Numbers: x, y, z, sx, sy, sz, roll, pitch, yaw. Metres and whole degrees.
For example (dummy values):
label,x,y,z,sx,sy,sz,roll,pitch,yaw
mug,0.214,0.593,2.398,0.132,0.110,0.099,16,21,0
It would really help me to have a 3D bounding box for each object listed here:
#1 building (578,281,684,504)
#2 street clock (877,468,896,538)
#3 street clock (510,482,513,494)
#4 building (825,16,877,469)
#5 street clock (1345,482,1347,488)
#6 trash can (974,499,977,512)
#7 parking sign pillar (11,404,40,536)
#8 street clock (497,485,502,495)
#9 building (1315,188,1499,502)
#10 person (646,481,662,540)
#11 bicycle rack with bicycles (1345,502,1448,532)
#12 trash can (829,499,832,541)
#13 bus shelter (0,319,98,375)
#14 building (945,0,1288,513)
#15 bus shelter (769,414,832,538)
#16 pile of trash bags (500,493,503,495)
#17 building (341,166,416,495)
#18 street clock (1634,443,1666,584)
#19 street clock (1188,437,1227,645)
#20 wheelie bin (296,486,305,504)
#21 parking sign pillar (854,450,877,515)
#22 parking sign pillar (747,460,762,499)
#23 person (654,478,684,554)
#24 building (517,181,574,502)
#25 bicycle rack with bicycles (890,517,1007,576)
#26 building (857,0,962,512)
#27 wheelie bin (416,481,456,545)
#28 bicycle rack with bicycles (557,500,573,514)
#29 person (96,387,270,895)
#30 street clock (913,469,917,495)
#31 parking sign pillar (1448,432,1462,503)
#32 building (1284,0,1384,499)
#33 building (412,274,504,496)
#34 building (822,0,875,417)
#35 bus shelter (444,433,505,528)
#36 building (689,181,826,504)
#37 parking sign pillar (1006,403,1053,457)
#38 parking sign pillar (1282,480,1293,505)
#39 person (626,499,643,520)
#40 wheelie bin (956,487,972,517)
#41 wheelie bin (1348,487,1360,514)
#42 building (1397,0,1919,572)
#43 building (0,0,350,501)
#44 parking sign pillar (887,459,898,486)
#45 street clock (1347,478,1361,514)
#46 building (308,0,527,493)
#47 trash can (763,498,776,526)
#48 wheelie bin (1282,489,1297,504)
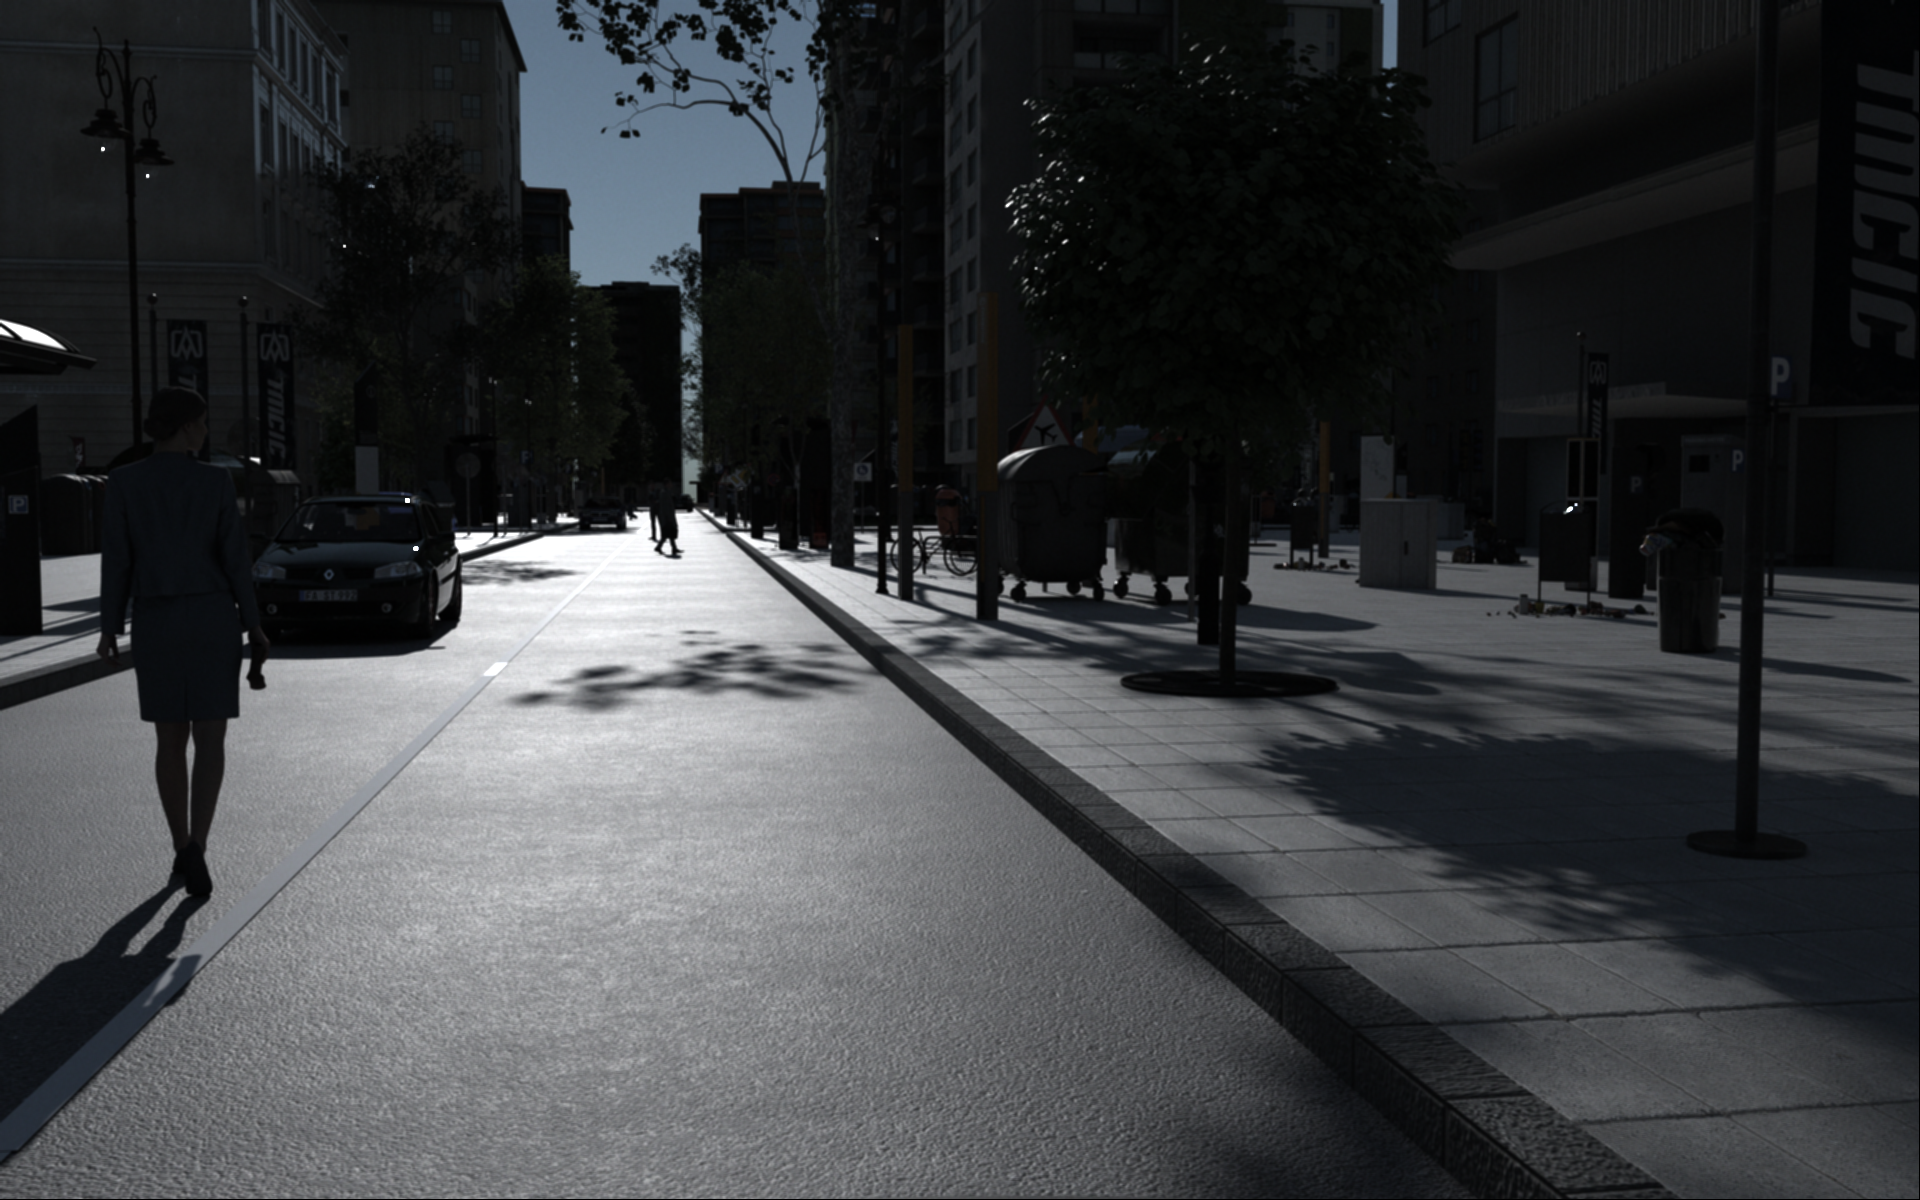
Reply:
label,x,y,z,sx,sy,sz,roll,pitch,yaw
building,-45.366,-28.565,238.742,14.107,30.474,14.160,-1,4,-9
street clock,-2.006,-2.619,47.395,0.471,2.002,0.358,2,4,32
street clock,-23.322,-5.280,90.896,0.358,2.002,0.471,3,5,44
building,-4.258,-28.727,153.275,14.154,41.232,14.086,-1,4,-9
street clock,20.166,-5.193,89.471,0.358,2.002,0.471,-3,5,-44
trash can,0.795,-2.653,55.026,0.748,1.137,0.748,0,3,0
parking sign pillar,-28.301,-3.881,51.919,1.447,3.967,1.447,-1,4,-16
street clock,-35.663,-7.907,133.842,0.471,2.002,0.358,-1,4,-10
building,38.669,-15.372,96.378,28.899,21.520,27.650,-1,4,-9
person,-9.550,-2.823,54.455,0.655,1.846,0.447,1,4,9
bicycle rack with bicycles,14.270,-2.668,57.006,2.852,0.926,2.925,0,4,-8
trash can,-3.716,-2.197,47.582,0.748,1.137,0.748,0,3,0
bus shelter,-10.777,-1.456,17.727,2.014,3.302,5.546,-1,4,-9
building,7.081,-24.554,85.058,14.086,41.232,14.154,-1,4,-9
bus shelter,-4.885,-3.815,53.656,1.731,3.624,6.357,-1,4,-9
pile of trash bags,-33.060,-7.204,127.538,1.912,1.369,3.447,-3,5,-40
building,-41.916,-17.672,108.018,14.460,24.649,34.723,-1,4,-9
street clock,9.805,-1.233,24.734,0.358,2.002,0.471,-1,4,-22
street clock,2.128,-0.623,14.764,0.471,2.002,0.358,1,4,9
wheelie bin,-25.046,-3.500,65.136,0.980,1.594,0.693,3,5,43
parking sign pillar,-5.772,-7.122,104.912,1.447,3.967,1.447,-3,5,-40
parking sign pillar,-12.214,-7.070,104.073,1.447,3.967,1.447,3,4,39
person,-6.970,-2.011,41.486,0.767,1.812,0.694,-1,4,-18
building,-67.971,-35.653,237.548,28.867,44.769,22.147,-1,4,-9
bicycle rack with bicycles,0.707,-0.878,27.738,2.925,0.926,2.852,3,4,36
building,4.548,-28.383,118.693,22.147,44.769,28.867,-1,4,-9
wheelie bin,-12.277,-1.990,40.451,0.693,1.594,0.980,2,4,28
bicycle rack with bicycles,-26.819,-6.148,113.901,2.852,0.926,2.925,-3,4,-38
person,-2.850,0.136,6.305,0.581,1.822,0.654,-1,4,-8
street clock,-1.409,-2.611,47.254,0.471,2.002,0.358,0,4,4
parking sign pillar,21.536,-5.314,75.358,1.447,3.967,1.447,1,4,23
building,32.193,-40.360,201.884,28.212,58.520,21.231,-1,4,-9
building,-54.908,-18.567,148.616,27.650,21.520,28.899,-1,4,-9
building,-6.242,-53.623,189.401,22.319,86.520,31.000,-1,4,-9
bus shelter,-19.366,-4.775,69.351,1.731,3.624,6.357,-1,4,-9
building,-23.906,-36.123,245.232,28.867,44.769,22.147,-1,4,-9
parking sign pillar,1.999,-3.750,49.786,1.447,3.967,1.447,0,4,-6
parking sign pillar,23.692,-8.438,126.441,1.447,3.967,1.447,-1,4,-18
person,-18.280,-5.038,96.366,1.012,1.151,0.738,2,4,34
wheelie bin,0.083,-4.166,76.026,0.980,1.594,0.693,3,5,40
wheelie bin,17.183,-4.107,75.052,0.693,1.594,0.980,1,4,16
building,25.730,-26.949,29.858,28.713,52.752,27.495,-1,4,-9
building,-37.068,-18.037,80.815,13.634,28.700,20.117,-1,4,-9
parking sign pillar,-3.467,-6.559,95.704,1.447,3.967,1.447,1,4,15
street clock,18.252,-4.610,79.949,0.471,2.002,0.358,0,4,-1
building,-60.988,-36.381,184.065,27.495,52.752,28.713,-1,4,-9
trash can,-7.672,-3.524,69.278,0.748,1.137,0.748,0,3,0
wheelie bin,20.499,-6.099,107.626,0.980,1.594,0.693,2,4,27
